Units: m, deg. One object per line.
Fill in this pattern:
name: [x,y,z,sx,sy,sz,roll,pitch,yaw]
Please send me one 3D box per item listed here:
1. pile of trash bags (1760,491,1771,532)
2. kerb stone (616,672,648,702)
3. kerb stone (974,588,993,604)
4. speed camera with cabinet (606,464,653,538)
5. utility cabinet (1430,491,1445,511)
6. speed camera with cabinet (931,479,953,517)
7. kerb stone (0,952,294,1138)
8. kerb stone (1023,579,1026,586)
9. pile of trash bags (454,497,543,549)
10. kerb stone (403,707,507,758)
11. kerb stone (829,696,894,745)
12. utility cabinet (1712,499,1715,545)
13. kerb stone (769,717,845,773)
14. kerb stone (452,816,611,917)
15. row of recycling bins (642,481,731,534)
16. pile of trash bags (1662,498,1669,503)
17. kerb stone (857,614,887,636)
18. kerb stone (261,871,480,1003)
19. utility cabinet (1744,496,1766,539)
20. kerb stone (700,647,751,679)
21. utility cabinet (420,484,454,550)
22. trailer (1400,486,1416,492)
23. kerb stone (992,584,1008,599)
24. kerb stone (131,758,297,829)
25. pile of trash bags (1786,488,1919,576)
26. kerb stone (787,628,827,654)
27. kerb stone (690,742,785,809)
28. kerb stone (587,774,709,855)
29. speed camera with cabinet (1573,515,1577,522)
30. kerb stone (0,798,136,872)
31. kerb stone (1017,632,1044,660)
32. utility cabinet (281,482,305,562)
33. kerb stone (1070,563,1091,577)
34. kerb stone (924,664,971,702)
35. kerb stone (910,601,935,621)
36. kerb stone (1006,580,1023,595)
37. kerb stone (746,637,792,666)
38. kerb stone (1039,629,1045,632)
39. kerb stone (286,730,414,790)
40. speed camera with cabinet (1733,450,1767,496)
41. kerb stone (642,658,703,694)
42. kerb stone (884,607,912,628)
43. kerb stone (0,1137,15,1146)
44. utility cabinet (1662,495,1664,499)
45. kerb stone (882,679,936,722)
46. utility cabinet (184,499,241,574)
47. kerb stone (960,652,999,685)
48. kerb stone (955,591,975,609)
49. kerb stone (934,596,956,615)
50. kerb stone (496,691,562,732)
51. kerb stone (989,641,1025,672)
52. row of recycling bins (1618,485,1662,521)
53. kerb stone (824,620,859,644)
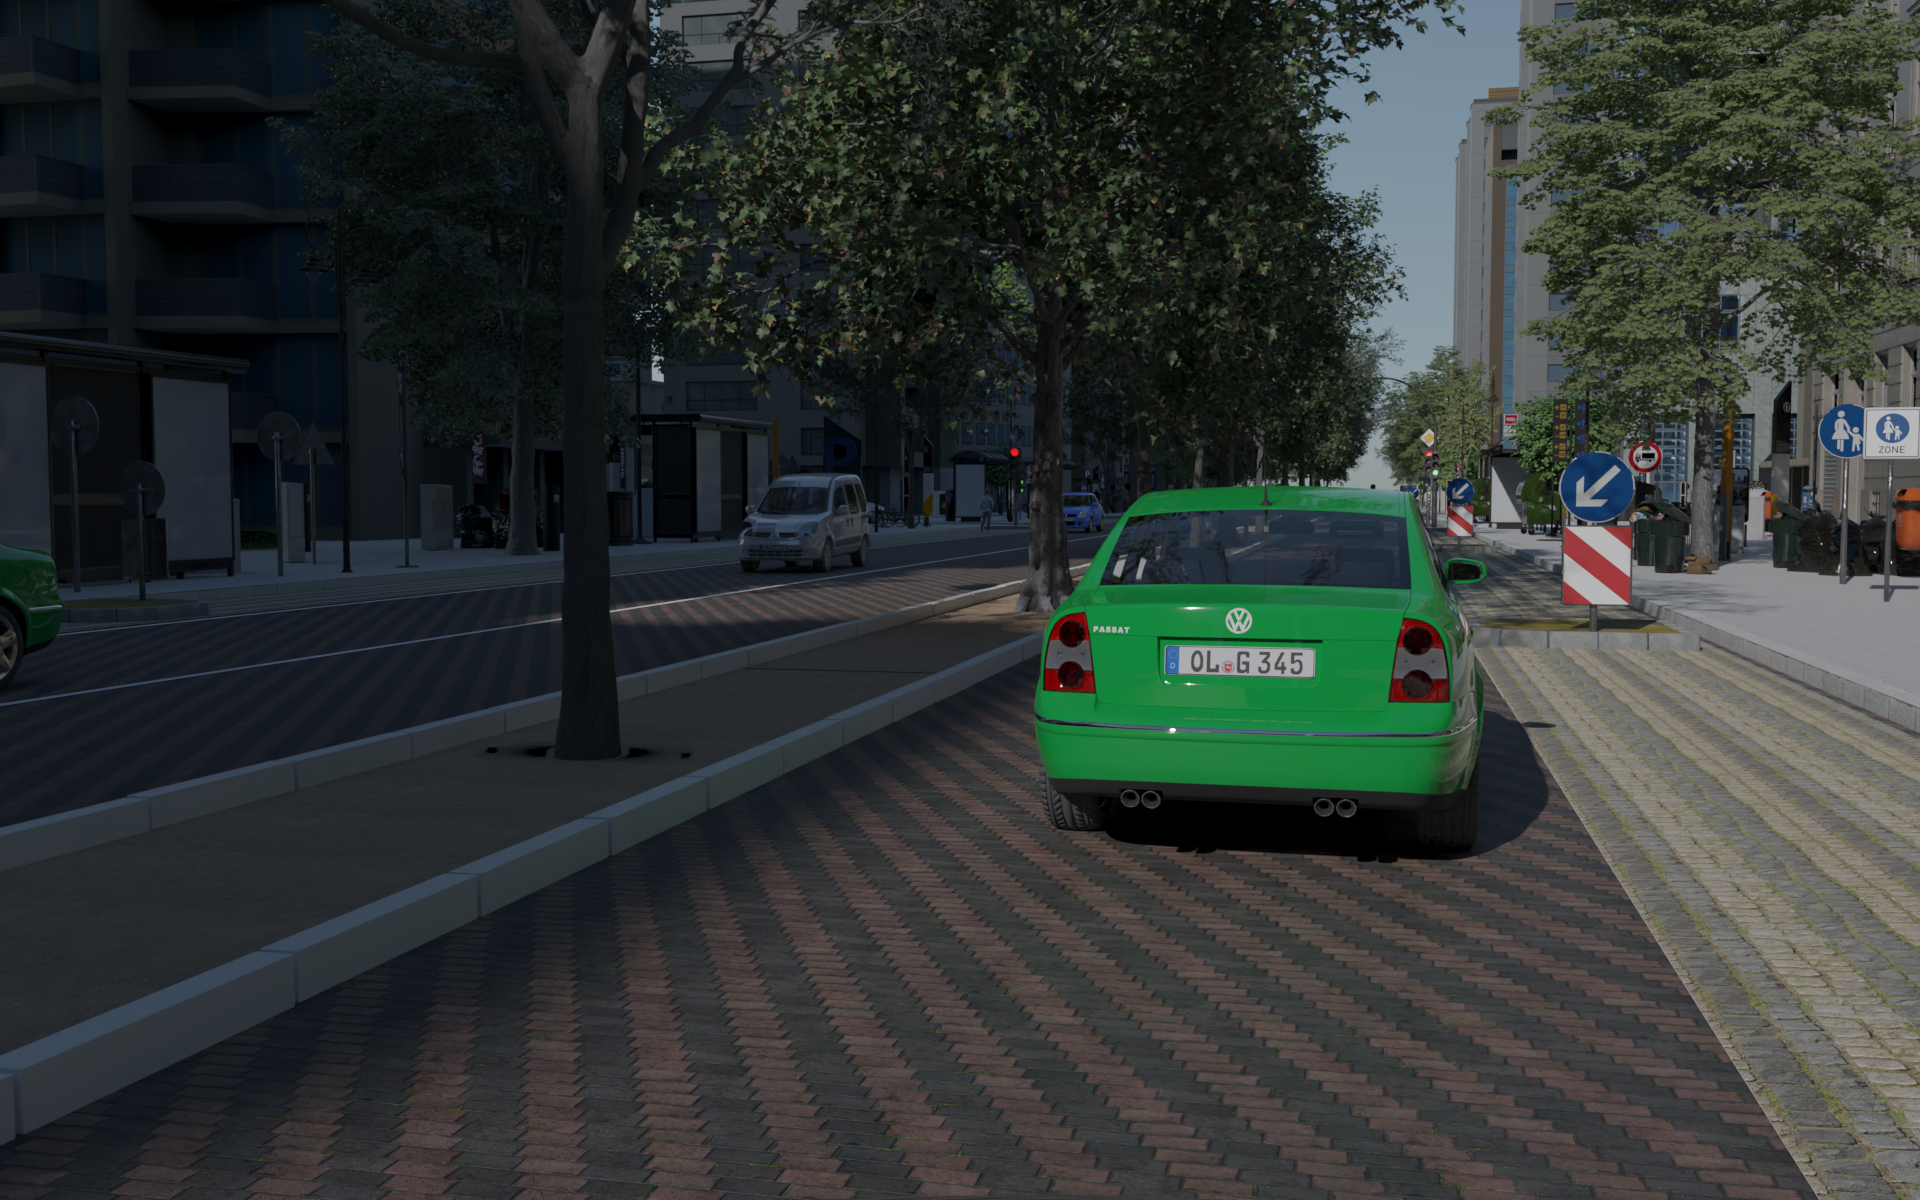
pile of trash bags: [26.811,-2.999,58.791,1.912,1.369,3.447,0,4,1]
kerb stone: [-2.408,0.634,11.824,0.120,0.150,1.000,1,4,13]
kerb stone: [0.235,-0.037,22.797,0.120,0.150,1.000,1,4,13]
speed camera with cabinet: [-9.956,-3.431,50.427,2.038,3.252,0.660,-2,4,-33]
utility cabinet: [36.257,-7.518,131.600,1.173,1.500,0.318,1,4,16]
speed camera with cabinet: [-0.612,-6.225,96.107,2.038,3.252,0.660,-3,4,-38]
kerb stone: [-2.035,1.092,4.368,0.120,0.150,1.000,1,4,13]
kerb stone: [0.952,-0.218,25.779,0.120,0.150,1.000,1,4,13]
pile of trash bags: [-11.484,-1.948,41.601,3.447,1.369,1.912,2,4,25]
kerb stone: [-2.888,0.758,9.836,0.120,0.150,1.000,1,4,13]
kerb stone: [-0.601,0.724,10.367,0.120,0.150,1.000,1,4,13]
utility cabinet: [14.643,-1.399,34.032,0.306,1.237,1.020,1,4,19]
kerb stone: [-0.843,0.787,9.365,0.120,0.150,1.000,1,4,13]
kerb stone: [-1.563,0.970,6.366,0.120,0.150,1.000,1,4,13]
row of recycling bins: [-8.231,-2.857,53.820,3.534,1.692,1.069,-2,4,-24]
pile of trash bags: [35.079,-4.796,88.173,1.912,1.369,3.447,2,4,26]
kerb stone: [-0.969,0.275,17.809,0.120,0.150,1.000,1,4,13]
kerb stone: [-1.804,1.032,5.373,0.120,0.150,1.000,1,4,13]
utility cabinet: [22.479,-2.350,49.587,1.020,1.237,0.306,2,4,31]
kerb stone: [-1.924,0.513,13.819,0.120,0.150,1.000,1,4,13]
utility cabinet: [-11.950,-1.893,39.626,0.318,1.500,1.173,0,4,5]
trailer: [30.677,-6.836,118.814,1.471,1.999,3.904,1,4,13]
kerb stone: [0.468,-0.090,23.793,0.120,0.150,1.000,1,4,13]
kerb stone: [-3.370,0.878,7.841,0.120,0.150,1.000,1,4,13]
pile of trash bags: [14.462,-1.071,27.267,1.912,1.369,3.447,1,4,9]
kerb stone: [-1.445,0.390,15.817,0.120,0.150,1.000,1,4,13]
kerb stone: [-1.078,0.846,8.362,0.120,0.150,1.000,1,4,13]
kerb stone: [-1.320,0.907,7.361,0.120,0.150,1.000,1,4,13]
speed camera with cabinet: [32.189,-5.755,88.422,2.038,3.252,0.660,0,4,-2]
kerb stone: [-3.598,0.943,6.840,0.120,0.150,1.000,1,4,13]
kerb stone: [0.603,0.421,15.356,0.120,0.150,1.000,1,4,13]
utility cabinet: [-12.571,-1.465,32.628,0.318,1.500,1.173,-2,4,-28]
kerb stone: [2.149,-0.520,30.788,0.120,0.150,1.000,1,4,13]
kerb stone: [-0.114,0.601,12.363,0.120,0.150,1.000,1,4,13]
kerb stone: [-0.496,0.147,19.800,0.120,0.150,1.000,1,4,13]
kerb stone: [0.704,-0.158,24.787,0.120,0.150,1.000,1,4,13]
kerb stone: [-1.680,0.451,14.822,0.120,0.150,1.000,1,4,13]
kerb stone: [0.844,0.358,16.350,0.120,0.150,1.000,1,4,13]
kerb stone: [-3.125,0.818,8.834,0.120,0.150,1.000,1,4,13]
speed camera with cabinet: [35.184,-5.079,77.382,0.660,3.252,2.038,-1,4,-15]
kerb stone: [-2.164,0.574,12.818,0.120,0.150,1.000,1,4,13]
kerb stone: [-0.732,0.213,18.803,0.120,0.150,1.000,1,4,13]
kerb stone: [-2.275,1.156,3.374,0.120,0.150,1.000,1,4,13]
utility cabinet: [37.870,-5.049,93.705,0.306,1.237,1.020,2,4,27]
kerb stone: [-0.358,0.663,11.360,0.120,0.150,1.000,1,4,13]
utility cabinet: [-12.200,-1.034,28.075,0.306,1.237,1.020,2,4,34]
kerb stone: [0.119,0.541,13.358,0.120,0.150,1.000,1,4,13]
kerb stone: [-0.010,0.025,21.793,0.120,0.150,1.000,1,4,13]
kerb stone: [-0.249,0.091,20.792,0.120,0.150,1.000,1,4,13]
kerb stone: [-2.649,0.695,10.830,0.120,0.150,1.000,1,4,13]
kerb stone: [0.358,0.479,14.364,0.120,0.150,1.000,1,4,13]
row of recycling bins: [31.451,-4.533,81.234,1.069,1.692,3.534,-2,4,-25]
kerb stone: [-1.211,0.329,16.816,0.120,0.150,1.000,1,4,13]
